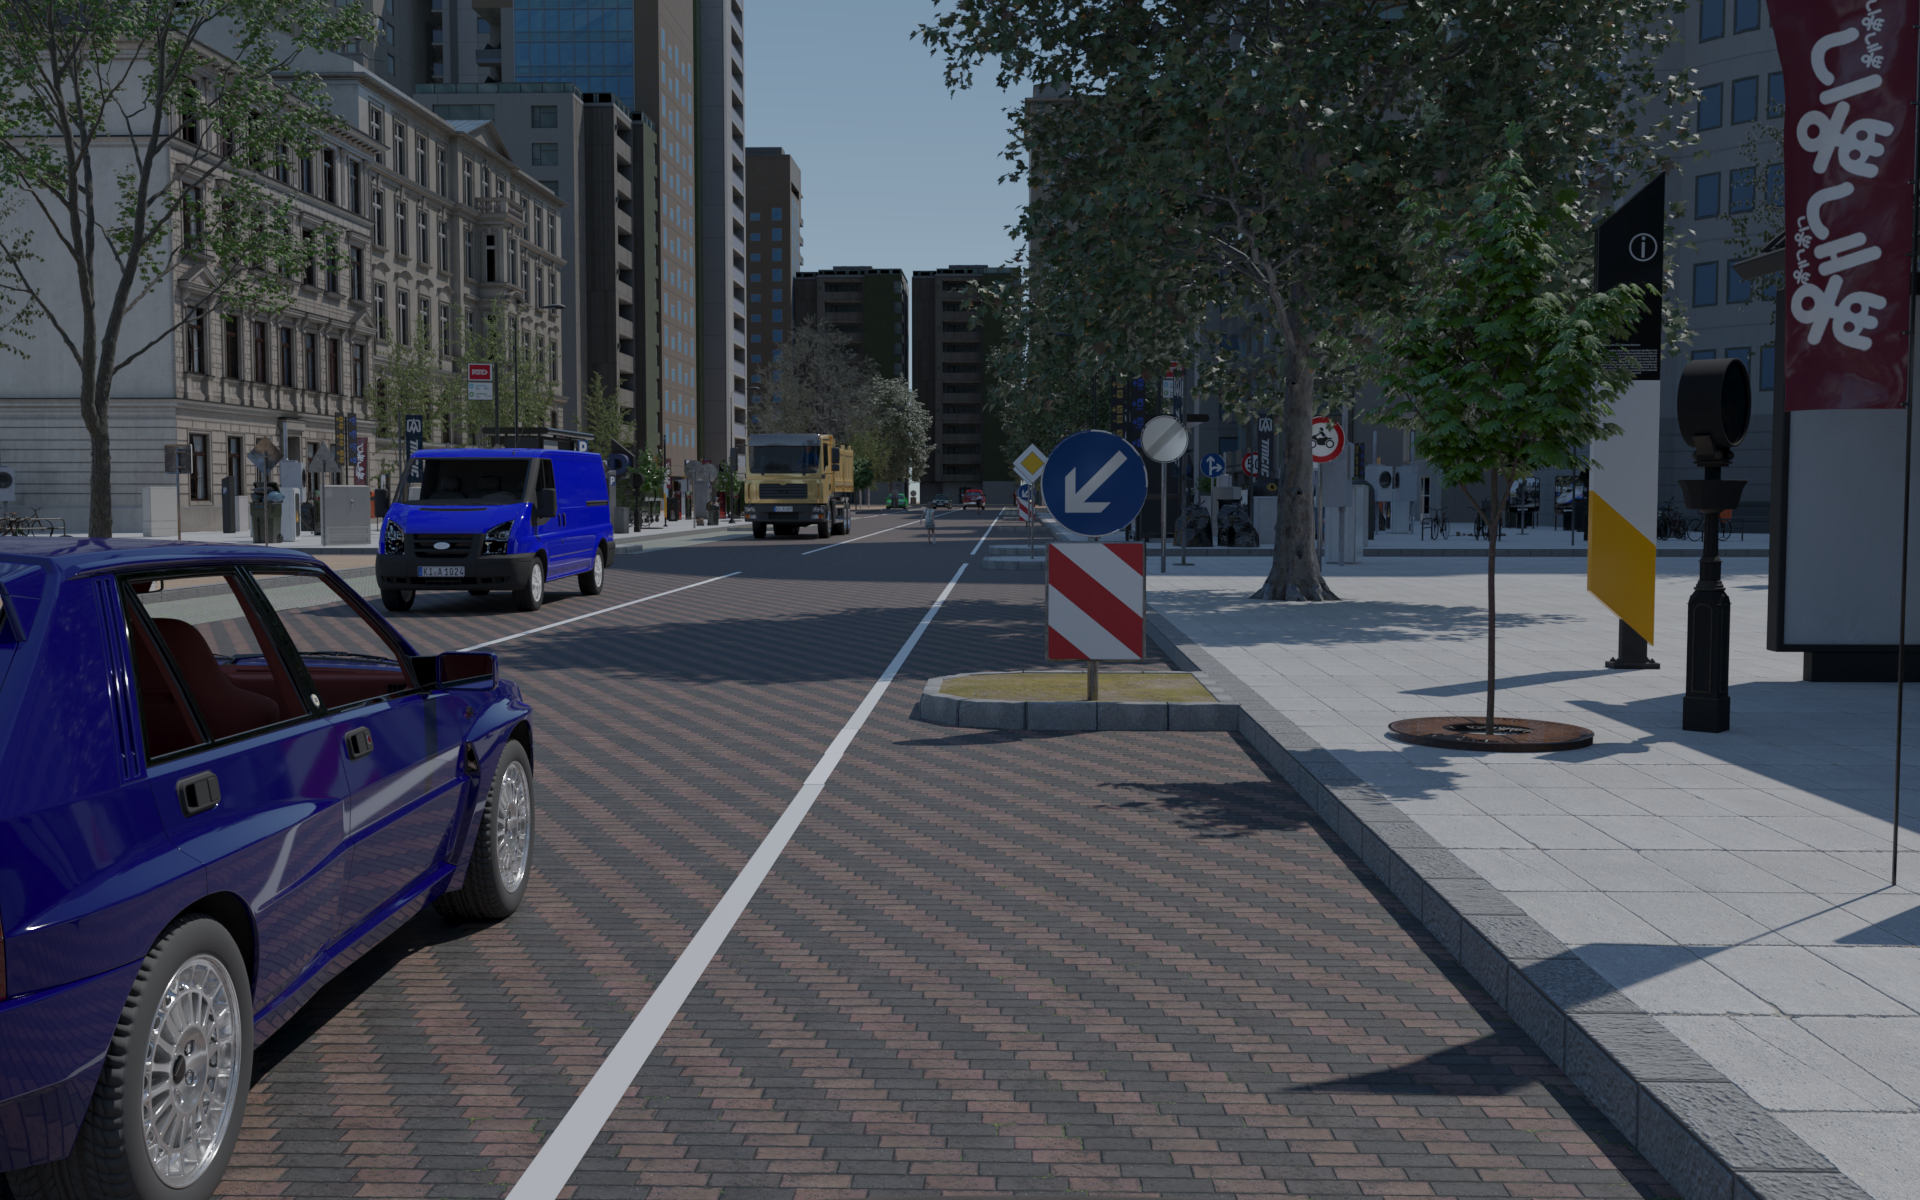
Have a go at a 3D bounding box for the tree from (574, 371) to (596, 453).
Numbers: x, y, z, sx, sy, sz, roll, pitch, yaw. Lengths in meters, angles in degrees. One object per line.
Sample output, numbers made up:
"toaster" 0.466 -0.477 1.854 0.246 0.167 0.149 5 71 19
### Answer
"tree" -19.433 -7.696 76.198 4.737 8.622 4.395 0 3 0

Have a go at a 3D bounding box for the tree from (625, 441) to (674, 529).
"tree" -11.556 -4.221 63.608 1.663 3.219 1.824 0 3 0

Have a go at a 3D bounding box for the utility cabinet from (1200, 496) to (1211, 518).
"utility cabinet" 8.424 -2.878 58.210 0.306 1.237 1.020 -1 4 -16

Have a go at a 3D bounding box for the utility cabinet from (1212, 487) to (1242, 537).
"utility cabinet" 7.886 -2.596 51.130 0.318 1.500 1.173 -1 4 -21

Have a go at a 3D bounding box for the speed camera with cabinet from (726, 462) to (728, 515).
"speed camera with cabinet" -13.775 -6.953 108.015 2.038 3.252 0.660 1 4 18

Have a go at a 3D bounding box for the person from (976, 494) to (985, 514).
"person" 1.426 -6.732 121.751 0.628 1.438 0.799 0 4 1

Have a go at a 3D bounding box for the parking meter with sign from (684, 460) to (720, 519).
"parking meter with sign" -13.015 -5.585 87.571 1.738 3.016 0.543 1 4 17

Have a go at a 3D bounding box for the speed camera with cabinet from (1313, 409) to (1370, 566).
"speed camera with cabinet" 6.925 -2.277 31.573 0.660 3.252 2.038 1 4 21

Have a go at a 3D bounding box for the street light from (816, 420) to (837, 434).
"street light" -8.382 -8.285 108.007 1.470 5.913 1.316 0 4 2

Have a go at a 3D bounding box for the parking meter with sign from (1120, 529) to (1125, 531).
"parking meter with sign" 5.060 -3.904 60.087 0.543 3.016 1.738 -3 4 -39

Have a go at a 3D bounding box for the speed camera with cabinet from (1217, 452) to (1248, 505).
"speed camera with cabinet" 13.164 -5.348 81.776 2.038 3.252 0.660 0 4 4

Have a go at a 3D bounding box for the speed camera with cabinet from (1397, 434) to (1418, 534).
"speed camera with cabinet" 14.215 -3.758 55.786 0.660 3.252 2.038 0 4 2

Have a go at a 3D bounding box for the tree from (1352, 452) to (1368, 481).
"tree" 21.804 -7.120 100.123 4.285 4.588 4.351 0 3 0

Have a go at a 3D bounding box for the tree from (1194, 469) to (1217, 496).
"tree" 15.660 -7.001 109.074 1.663 3.219 1.824 0 3 0

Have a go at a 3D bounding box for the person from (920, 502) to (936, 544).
"person" -0.914 -2.201 49.499 0.505 1.210 0.382 1 4 12

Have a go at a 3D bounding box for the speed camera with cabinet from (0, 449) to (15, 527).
"speed camera with cabinet" -31.700 -3.764 55.883 2.038 3.252 0.660 -3 5 -42

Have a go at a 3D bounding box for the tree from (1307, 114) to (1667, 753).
"tree" 2.807 -0.873 8.870 1.663 3.219 1.824 0 3 0

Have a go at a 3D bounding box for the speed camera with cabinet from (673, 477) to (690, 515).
"speed camera with cabinet" -17.197 -6.888 106.953 0.660 3.252 2.038 -1 4 -23

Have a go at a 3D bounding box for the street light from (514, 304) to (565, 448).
"street light" -10.348 -4.280 42.517 1.470 5.913 1.316 0 4 2

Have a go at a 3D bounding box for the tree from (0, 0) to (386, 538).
"tree" -11.929 -5.999 23.837 9.928 11.665 9.643 0 3 0

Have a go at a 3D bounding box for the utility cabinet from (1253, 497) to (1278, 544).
"utility cabinet" 8.027 -2.028 44.319 1.020 1.237 0.306 -1 4 -20

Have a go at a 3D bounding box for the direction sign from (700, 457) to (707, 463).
"direction sign" -15.578 -6.929 105.292 0.379 3.537 0.876 1 4 21

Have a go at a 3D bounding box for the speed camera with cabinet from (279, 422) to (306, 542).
"speed camera with cabinet" -18.276 -3.233 47.198 0.660 3.252 2.038 -1 4 -12

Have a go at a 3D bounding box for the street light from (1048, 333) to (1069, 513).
"street light" 3.362 -4.736 49.978 1.470 5.913 1.316 0 4 2

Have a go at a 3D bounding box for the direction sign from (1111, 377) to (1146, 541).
"direction sign" 3.149 -2.479 32.521 0.379 3.537 0.876 -3 5 -40

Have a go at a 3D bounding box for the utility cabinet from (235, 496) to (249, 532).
"utility cabinet" -24.698 -2.948 59.355 0.306 1.237 1.020 0 4 -6

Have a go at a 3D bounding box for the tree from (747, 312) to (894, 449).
"tree" -9.323 -12.631 116.885 12.009 13.543 11.850 0 3 0

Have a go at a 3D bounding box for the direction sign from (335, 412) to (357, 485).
"direction sign" -17.097 -3.443 48.298 0.379 3.537 0.876 1 4 19

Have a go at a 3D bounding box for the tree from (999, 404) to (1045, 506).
"tree" 8.882 -17.065 185.675 9.857 13.997 8.962 0 3 0

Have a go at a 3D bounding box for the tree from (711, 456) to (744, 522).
"tree" -10.643 -5.287 81.040 1.663 3.219 1.824 0 3 0

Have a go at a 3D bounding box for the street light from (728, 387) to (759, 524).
"street light" -9.394 -6.283 75.263 1.470 5.913 1.316 0 4 2

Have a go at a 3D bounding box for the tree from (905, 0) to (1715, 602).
"tree" 4.156 -6.339 20.656 9.611 12.733 9.660 0 3 0

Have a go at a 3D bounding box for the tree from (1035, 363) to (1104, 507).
"tree" 5.514 -8.494 89.238 4.737 8.622 4.395 0 3 0

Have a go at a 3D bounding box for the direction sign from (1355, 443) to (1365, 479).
"direction sign" 17.676 -5.179 76.681 0.379 3.537 0.876 -1 4 -13

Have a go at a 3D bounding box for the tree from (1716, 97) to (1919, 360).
"tree" 15.144 -4.868 29.955 4.360 8.622 3.978 0 3 0

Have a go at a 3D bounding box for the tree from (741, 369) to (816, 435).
"tree" -10.439 -9.270 101.920 4.360 8.622 3.978 0 3 0

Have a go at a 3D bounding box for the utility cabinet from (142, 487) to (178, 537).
"utility cabinet" -23.996 -2.645 51.925 0.318 1.500 1.173 1 4 13

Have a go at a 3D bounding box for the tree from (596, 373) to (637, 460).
"tree" -21.094 -9.365 103.485 4.737 8.622 4.395 0 3 0

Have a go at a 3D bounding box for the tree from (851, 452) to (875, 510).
"tree" -8.148 -9.321 136.114 4.285 4.588 4.351 0 3 0

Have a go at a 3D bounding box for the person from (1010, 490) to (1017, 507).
"person" 6.099 -11.153 190.812 1.348 1.831 0.705 -2 4 -27

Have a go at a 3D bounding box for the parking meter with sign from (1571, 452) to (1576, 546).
"parking meter with sign" 15.937 -2.832 42.563 1.738 3.016 0.543 2 4 34

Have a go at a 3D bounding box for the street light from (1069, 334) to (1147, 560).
"street light" 2.942 -3.744 33.752 1.470 5.913 1.316 0 4 2

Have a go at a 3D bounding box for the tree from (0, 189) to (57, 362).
"tree" -18.807 -4.943 31.186 4.360 8.622 3.978 0 3 0

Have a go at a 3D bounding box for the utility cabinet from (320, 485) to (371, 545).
"utility cabinet" -15.361 -2.119 43.318 0.318 1.500 1.173 3 5 44

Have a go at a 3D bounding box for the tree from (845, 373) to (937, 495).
"tree" -7.332 -16.778 180.979 9.857 13.997 8.962 0 3 0

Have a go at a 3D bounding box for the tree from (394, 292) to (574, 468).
"tree" -17.457 -6.944 63.890 4.737 8.622 4.395 0 3 0

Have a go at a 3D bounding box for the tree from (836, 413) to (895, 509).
"tree" -8.827 -12.356 152.384 4.737 8.622 4.395 0 3 0

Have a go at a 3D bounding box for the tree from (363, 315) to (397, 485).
"tree" -21.905 -7.248 68.872 4.737 8.622 4.395 0 3 0

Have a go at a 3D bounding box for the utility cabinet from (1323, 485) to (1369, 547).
"utility cabinet" 9.285 -2.036 41.973 1.173 1.500 0.318 2 4 34

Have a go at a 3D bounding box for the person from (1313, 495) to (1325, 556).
"person" 7.575 -1.683 36.044 0.654 1.822 0.581 0 4 0

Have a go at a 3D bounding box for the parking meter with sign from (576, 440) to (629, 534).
"parking meter with sign" -11.553 -3.664 56.165 1.738 3.016 0.543 1 4 23
